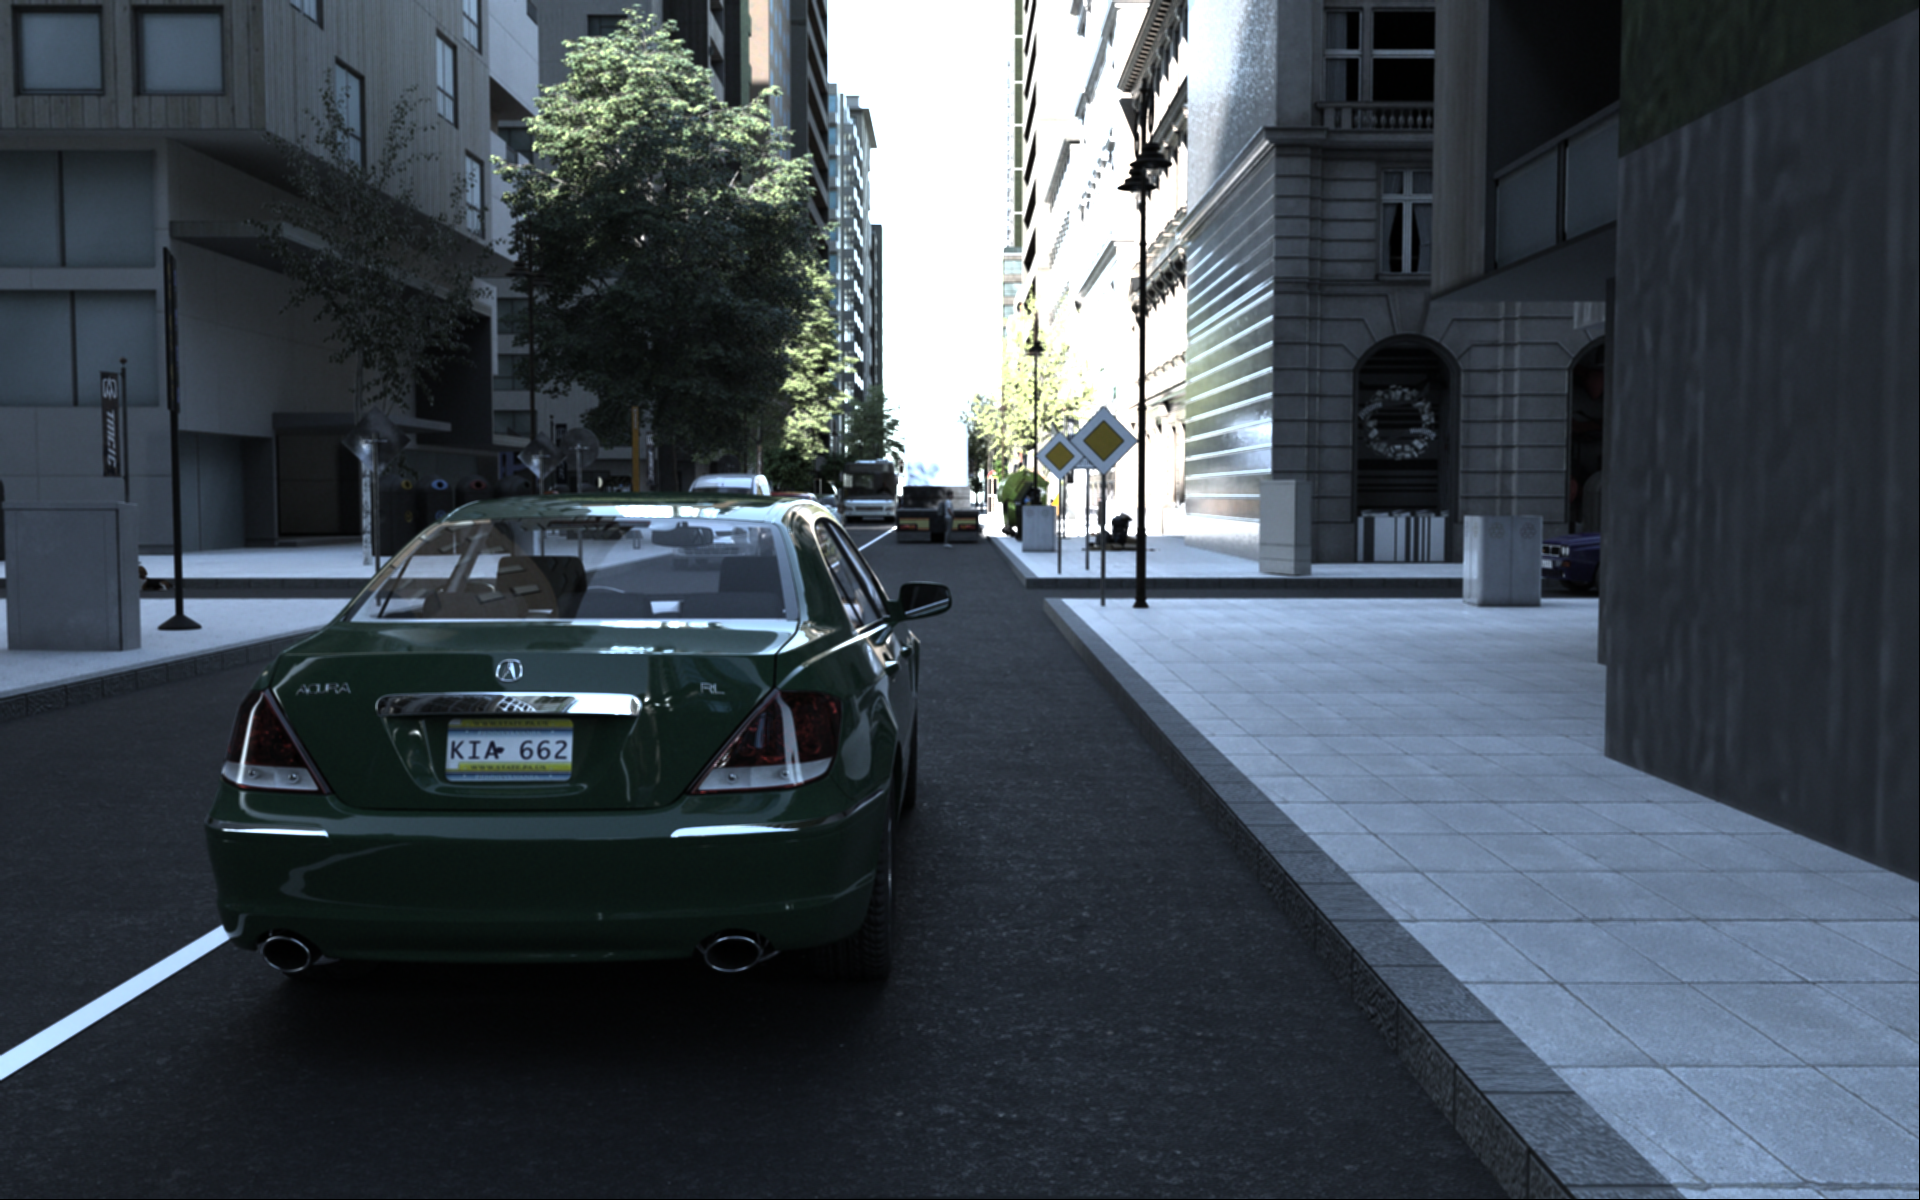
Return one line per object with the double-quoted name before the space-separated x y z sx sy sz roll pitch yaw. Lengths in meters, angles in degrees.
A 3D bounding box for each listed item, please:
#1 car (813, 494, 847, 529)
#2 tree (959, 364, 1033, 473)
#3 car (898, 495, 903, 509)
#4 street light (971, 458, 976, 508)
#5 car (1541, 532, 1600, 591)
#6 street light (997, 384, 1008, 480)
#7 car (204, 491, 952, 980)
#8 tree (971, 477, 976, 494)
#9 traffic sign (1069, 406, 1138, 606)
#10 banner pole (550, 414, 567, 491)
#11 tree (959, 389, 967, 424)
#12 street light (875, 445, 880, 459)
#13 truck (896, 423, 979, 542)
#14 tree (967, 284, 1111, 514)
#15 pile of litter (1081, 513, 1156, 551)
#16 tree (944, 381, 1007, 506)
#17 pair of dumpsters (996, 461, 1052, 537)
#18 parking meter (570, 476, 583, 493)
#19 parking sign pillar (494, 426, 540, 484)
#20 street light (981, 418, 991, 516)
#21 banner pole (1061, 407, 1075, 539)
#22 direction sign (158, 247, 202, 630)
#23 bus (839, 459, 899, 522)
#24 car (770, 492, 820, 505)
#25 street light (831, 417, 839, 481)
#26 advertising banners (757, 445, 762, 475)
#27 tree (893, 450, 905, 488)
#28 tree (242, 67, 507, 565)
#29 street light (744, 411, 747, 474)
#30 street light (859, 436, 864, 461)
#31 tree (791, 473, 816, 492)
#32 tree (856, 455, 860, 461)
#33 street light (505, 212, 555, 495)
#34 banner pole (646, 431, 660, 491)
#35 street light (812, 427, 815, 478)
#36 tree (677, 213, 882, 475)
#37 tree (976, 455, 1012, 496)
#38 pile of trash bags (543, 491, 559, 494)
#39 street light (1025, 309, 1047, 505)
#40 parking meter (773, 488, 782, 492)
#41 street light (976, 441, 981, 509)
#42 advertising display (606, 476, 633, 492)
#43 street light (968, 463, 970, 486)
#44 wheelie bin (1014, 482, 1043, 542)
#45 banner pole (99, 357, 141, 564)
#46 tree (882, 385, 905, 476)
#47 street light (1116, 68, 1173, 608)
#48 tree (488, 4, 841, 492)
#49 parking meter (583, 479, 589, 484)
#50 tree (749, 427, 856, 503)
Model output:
"car" -5.016 -2.996 60.784 2.131 1.459 4.920 0 4 -1
"tree" 2.065 -9.062 98.524 4.360 8.622 3.978 0 3 0
"car" -5.205 -9.663 169.996 2.014 1.417 4.499 0 4 0
"street light" 1.373 -10.827 149.807 0.468 5.910 1.993 0 4 0
"car" 10.378 -0.758 24.975 3.894 1.354 1.945 0 3 0
"street light" 1.805 -6.119 72.836 0.468 5.910 1.993 0 4 0
"car" -1.098 0.322 6.540 2.131 1.459 4.920 0 3 0
"tree" 1.307 -9.194 144.928 1.663 3.219 1.824 0 3 0
"traffic sign" 1.636 -0.988 19.799 0.795 2.450 0.064 0 4 0
"banner pole" -12.636 -3.940 54.433 0.863 3.779 0.401 2 4 32
"tree" 2.391 -7.870 79.035 4.737 8.622 4.395 0 3 0
"street light" -7.804 -11.687 163.876 0.468 5.910 1.993 0 4 0
"truck" -0.800 -4.290 59.895 2.967 4.110 18.799 0 4 -1
"tree" 3.172 -6.807 61.654 4.737 8.622 4.395 0 3 0
"pile of litter" 3.668 -1.557 39.428 1.719 0.858 1.176 1 4 23
"tree" 1.721 -16.940 187.344 12.009 13.543 11.850 0 3 0
"pair of dumpsters" 1.974 -3.130 53.676 1.574 2.255 4.437 0 4 0
"parking meter" -12.742 -3.158 57.345 0.255 1.863 0.399 0 4 -1
"parking sign pillar" -17.367 -4.911 68.764 1.447 3.967 1.447 1 4 9
"street light" 1.661 -7.911 102.128 0.468 5.910 1.993 0 4 0
"banner pole" 3.119 -3.671 50.043 0.401 3.779 0.863 2 4 30
"direction sign" -7.425 -1.491 16.377 0.379 3.537 0.876 -1 4 -19
"bus" -4.607 -5.854 90.573 2.948 3.499 13.247 0 4 -2
"car" -3.983 -1.833 39.018 2.155 1.783 4.494 0 4 1
"street light" -7.560 -8.055 104.487 0.468 5.910 1.993 0 4 0
"advertising banners" -7.313 -3.987 61.382 0.090 3.025 2.074 1 4 10
"tree" -8.251 -18.791 257.598 4.737 8.622 4.395 0 3 0
"tree" -10.422 -4.929 30.958 4.360 8.622 3.978 0 3 0
"street light" -7.272 -5.252 58.660 0.468 5.910 1.993 0 4 0
"street light" -7.656 -9.866 134.097 0.468 5.910 1.993 0 4 0
"tree" -7.853 -5.596 86.098 1.663 3.219 1.824 0 3 0
"tree" -8.031 -8.159 117.107 4.285 4.588 4.351 0 3 0
"street light" -7.106 -3.424 28.771 0.468 5.910 1.993 0 4 0
"banner pole" -10.774 -4.340 60.980 0.401 3.779 0.863 2 4 32
"street light" -7.442 -7.084 88.610 0.468 5.910 1.993 0 4 0
"tree" -7.727 -9.271 69.711 7.486 12.596 7.792 0 3 0
"tree" 1.950 -5.488 84.333 1.663 3.219 1.824 0 3 0
"pile of trash bags" -10.765 -2.452 49.844 3.447 1.369 1.912 2 4 32
"street light" 1.898 -4.325 43.495 0.468 5.910 1.993 0 4 0
"parking meter" -7.772 -3.999 73.797 0.372 1.533 0.369 0 3 0
"street light" 1.530 -9.035 120.514 0.468 5.910 1.993 0 4 0
"advertising display" -11.987 -3.411 60.981 0.974 1.923 0.123 1 4 15
"street light" 1.272 -12.619 179.100 0.468 5.910 1.993 0 4 0
"wheelie bin" 1.859 -2.380 46.826 0.693 1.594 0.980 -1 4 -15
"banner pole" -15.298 -2.535 31.457 0.401 3.779 0.863 1 4 11
"tree" -8.776 -15.916 178.355 7.486 12.596 7.792 0 3 0
"street light" 2.043 -2.851 19.400 0.468 5.910 1.993 0 4 0
"tree" -7.754 -8.519 45.935 9.857 13.997 8.962 0 3 0
"parking meter" -14.514 -3.733 66.749 0.399 1.863 0.255 -1 4 -16
"tree" -7.875 -5.775 78.129 4.285 4.588 4.351 0 3 0
